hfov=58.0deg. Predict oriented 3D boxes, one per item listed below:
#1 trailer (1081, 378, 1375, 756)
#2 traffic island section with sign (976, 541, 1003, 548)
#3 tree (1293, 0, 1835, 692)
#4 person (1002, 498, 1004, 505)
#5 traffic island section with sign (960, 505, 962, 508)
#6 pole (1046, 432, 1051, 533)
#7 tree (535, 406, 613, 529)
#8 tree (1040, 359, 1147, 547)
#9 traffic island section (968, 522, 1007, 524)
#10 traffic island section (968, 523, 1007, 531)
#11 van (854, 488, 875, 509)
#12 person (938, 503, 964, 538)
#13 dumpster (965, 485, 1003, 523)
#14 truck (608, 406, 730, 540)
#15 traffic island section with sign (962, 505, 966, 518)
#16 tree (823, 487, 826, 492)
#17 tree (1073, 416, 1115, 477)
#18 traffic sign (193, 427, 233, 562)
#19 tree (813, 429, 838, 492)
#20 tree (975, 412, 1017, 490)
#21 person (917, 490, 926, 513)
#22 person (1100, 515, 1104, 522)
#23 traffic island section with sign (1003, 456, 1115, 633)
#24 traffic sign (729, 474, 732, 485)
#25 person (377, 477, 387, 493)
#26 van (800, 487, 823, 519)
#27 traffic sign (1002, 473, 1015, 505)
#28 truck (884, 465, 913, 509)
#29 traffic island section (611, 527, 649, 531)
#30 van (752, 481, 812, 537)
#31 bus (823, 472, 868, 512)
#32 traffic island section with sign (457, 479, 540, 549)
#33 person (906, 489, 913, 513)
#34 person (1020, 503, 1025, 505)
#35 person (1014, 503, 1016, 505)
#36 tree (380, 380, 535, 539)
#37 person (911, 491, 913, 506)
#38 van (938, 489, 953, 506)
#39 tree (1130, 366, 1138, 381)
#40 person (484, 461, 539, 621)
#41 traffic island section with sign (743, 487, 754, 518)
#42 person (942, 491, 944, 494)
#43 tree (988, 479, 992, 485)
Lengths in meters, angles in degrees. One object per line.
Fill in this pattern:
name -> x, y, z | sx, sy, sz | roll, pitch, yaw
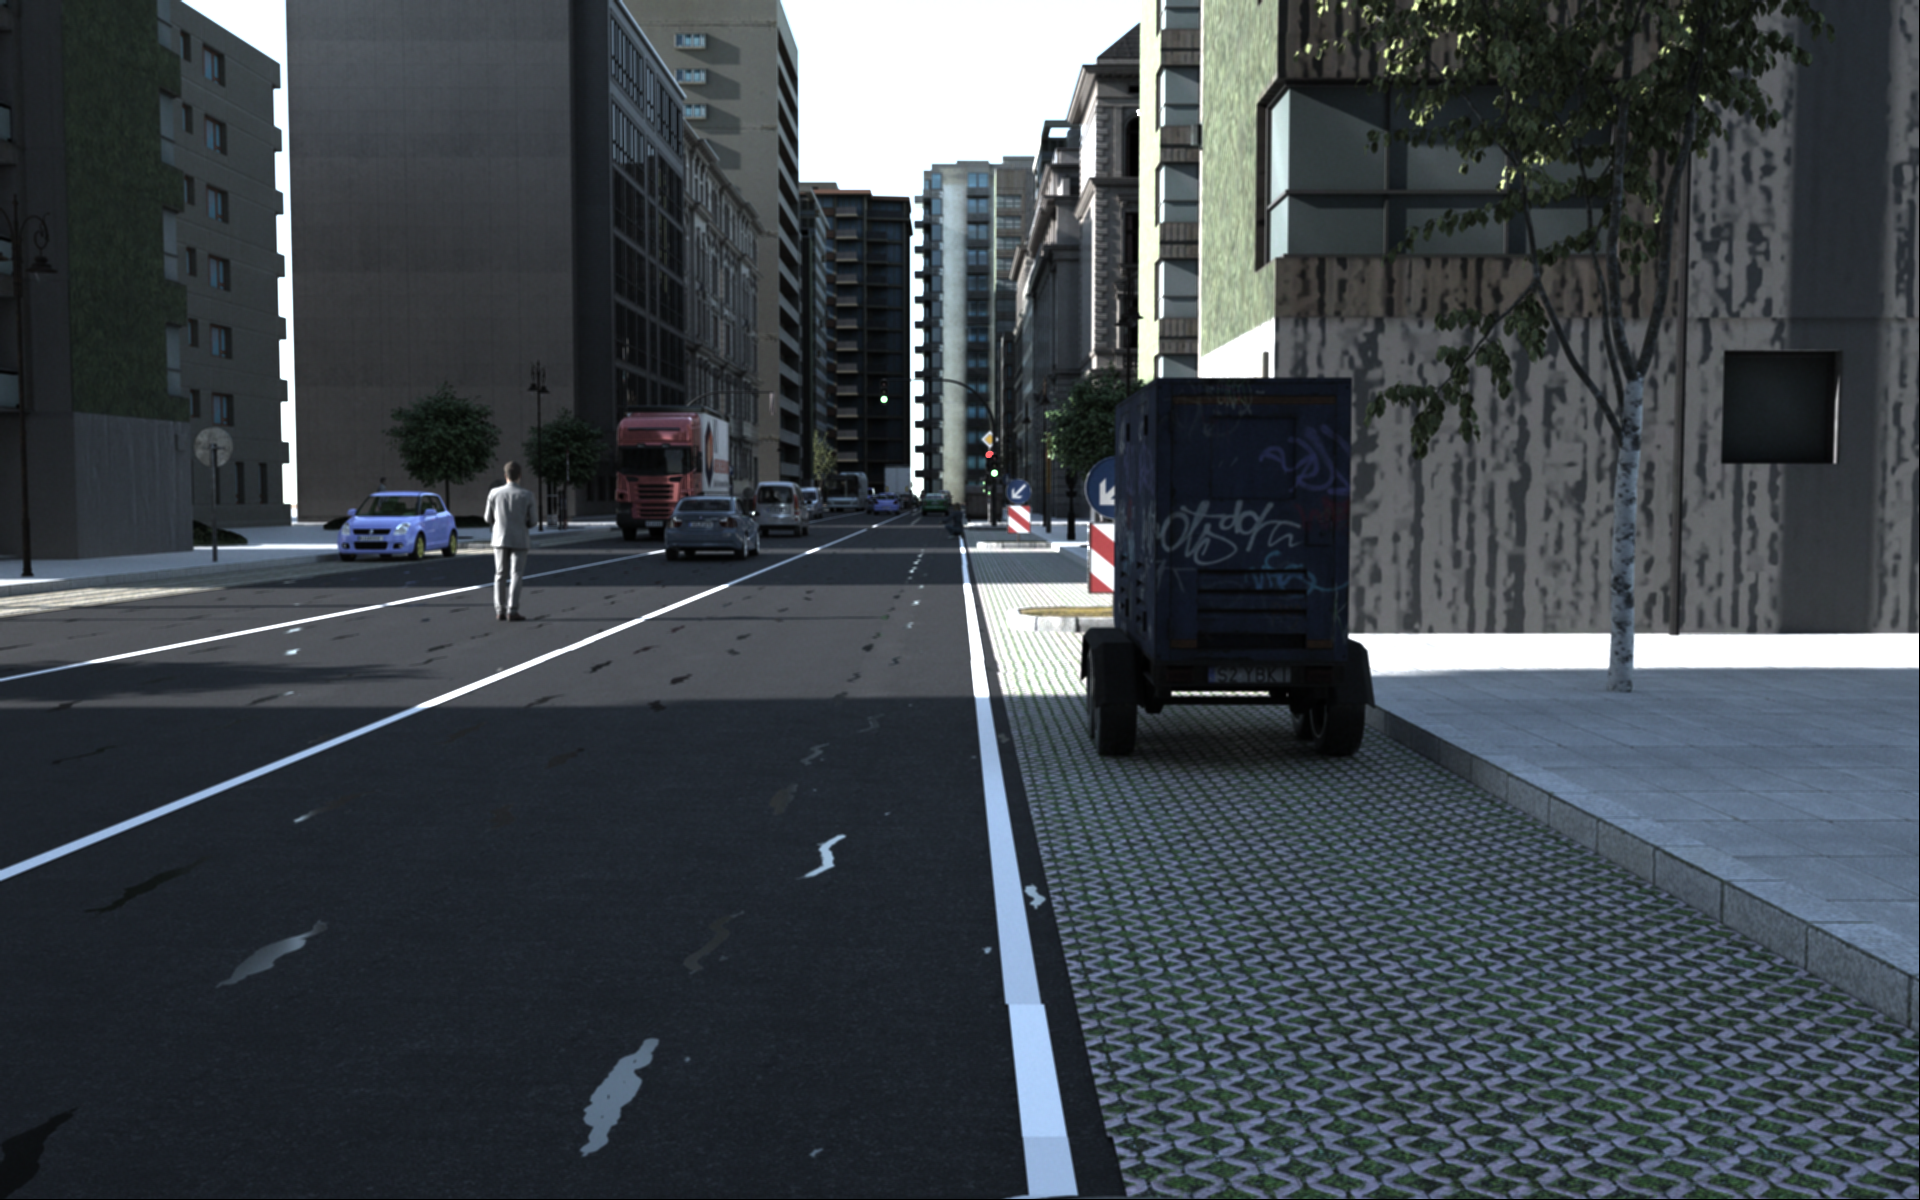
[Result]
trailer -> 1.467, -0.210, 10.482 | 1.471, 1.999, 3.904 | 0, 4, 1
traffic island section with sign -> 1.435, -2.304, 46.302 | 1.989, 1.847, 2.006 | 0, 4, 0
tree -> 4.287, -3.724, 11.251 | 4.737, 8.622, 4.395 | 0, 3, 0
person -> 2.982, -7.586, 130.562 | 0.515, 1.767, 0.782 | 3, 4, 36
traffic island section with sign -> 1.185, -7.388, 129.423 | 1.989, 1.847, 2.006 | 0, 4, 0
pole -> 2.935, -3.885, 57.364 | 0.158, 3.312, 0.155 | 0, 3, 0
tree -> -14.746, -4.973, 65.026 | 4.285, 4.588, 4.351 | 0, 3, 0
tree -> 3.675, -3.571, 42.097 | 4.285, 4.588, 4.351 | 0, 3, 0
traffic island section -> 1.343, -3.327, 76.673 | 2.009, 0.180, 2.903 | 0, 4, 0
traffic island section -> 1.367, -2.838, 68.688 | 2.009, 0.180, 2.903 | 0, 4, 0
van -> -9.288, -10.050, 168.705 | 2.240, 2.365, 5.245 | 0, 4, 0
person -> -0.259, -2.575, 56.097 | 1.012, 1.151, 0.738 | -3, 5, -43
dumpster -> 1.131, -4.491, 81.650 | 1.865, 1.857, 1.264 | 0, 4, 0
truck -> -9.401, -4.177, 57.213 | 2.839, 4.237, 11.283 | 0, 4, -2
traffic island section with sign -> 1.262, -5.717, 102.101 | 1.989, 1.847, 2.006 | 0, 4, 0
tree -> -14.989, -12.590, 200.446 | 1.663, 3.219, 1.824 | 0, 3, 0
tree -> 3.568, -2.670, 38.259 | 1.663, 3.219, 1.824 | 0, 3, 0
traffic sign -> -14.147, -2.001, 32.816 | 0.768, 2.556, 0.104 | 0, 4, 3
tree -> -15.520, -14.823, 192.713 | 4.737, 8.622, 4.395 | 0, 3, 0
tree -> 3.332, -12.590, 156.210 | 4.360, 8.622, 3.978 | 0, 3, 0
person -> -2.936, -7.478, 131.363 | 0.643, 1.750, 0.593 | 2, 4, 33
person -> 6.228, -4.284, 76.365 | 0.678, 1.792, 0.850 | -1, 4, -15
traffic island section with sign -> 1.519, -0.618, 18.726 | 1.989, 1.847, 2.006 | 0, 4, 0
traffic sign -> -14.367, -6.504, 106.439 | 0.768, 2.556, 0.104 | 1, 4, 9
person -> -18.376, -3.000, 55.214 | 0.853, 1.813, 0.709 | -1, 4, -12
van -> -8.967, -5.765, 101.266 | 2.013, 2.044, 4.112 | 0, 4, 1
traffic sign -> 2.950, -6.405, 104.826 | 0.768, 2.556, 0.104 | 0, 4, 0
truck -> -6.159, -11.231, 172.534 | 2.839, 4.237, 11.283 | 0, 4, -1
traffic island section -> -12.575, -2.836, 68.652 | 2.009, 0.180, 2.903 | 0, 4, 0
van -> -6.110, -3.190, 59.168 | 2.013, 2.044, 4.112 | 0, 3, 0
bus -> -9.308, -9.077, 143.263 | 2.948, 3.499, 13.247 | 0, 4, 1
traffic island section with sign -> -12.179, -2.264, 45.651 | 1.989, 1.847, 2.006 | 0, 4, 0
person -> -3.802, -7.470, 130.971 | 0.374, 1.781, 0.599 | -2, 4, -33
person -> 4.280, -7.087, 121.900 | 0.794, 1.824, 0.713 | -3, 5, -40
person -> 4.013, -7.442, 128.290 | 0.480, 1.755, 0.524 | 2, 4, 31
tree -> -14.926, -4.056, 50.026 | 4.285, 4.588, 4.351 | 0, 3, 0
person -> -6.022, -12.695, 216.204 | 1.348, 1.807, 0.705 | 1, 4, 15
van -> -1.869, -12.371, 209.281 | 2.013, 2.044, 4.112 | 0, 4, 2
tree -> 8.498, -6.998, 64.781 | 4.360, 8.622, 3.978 | 0, 3, 0
person -> -5.072, -0.672, 19.690 | 0.606, 1.804, 0.583 | 0, 4, -5
traffic island section with sign -> -12.345, -5.664, 101.241 | 1.989, 1.847, 2.006 | 0, 4, 0
person -> -1.786, -11.231, 192.839 | 0.721, 1.736, 1.217 | -1, 4, -23
tree -> 3.258, -11.710, 186.056 | 1.663, 3.219, 1.824 | 0, 3, 0
